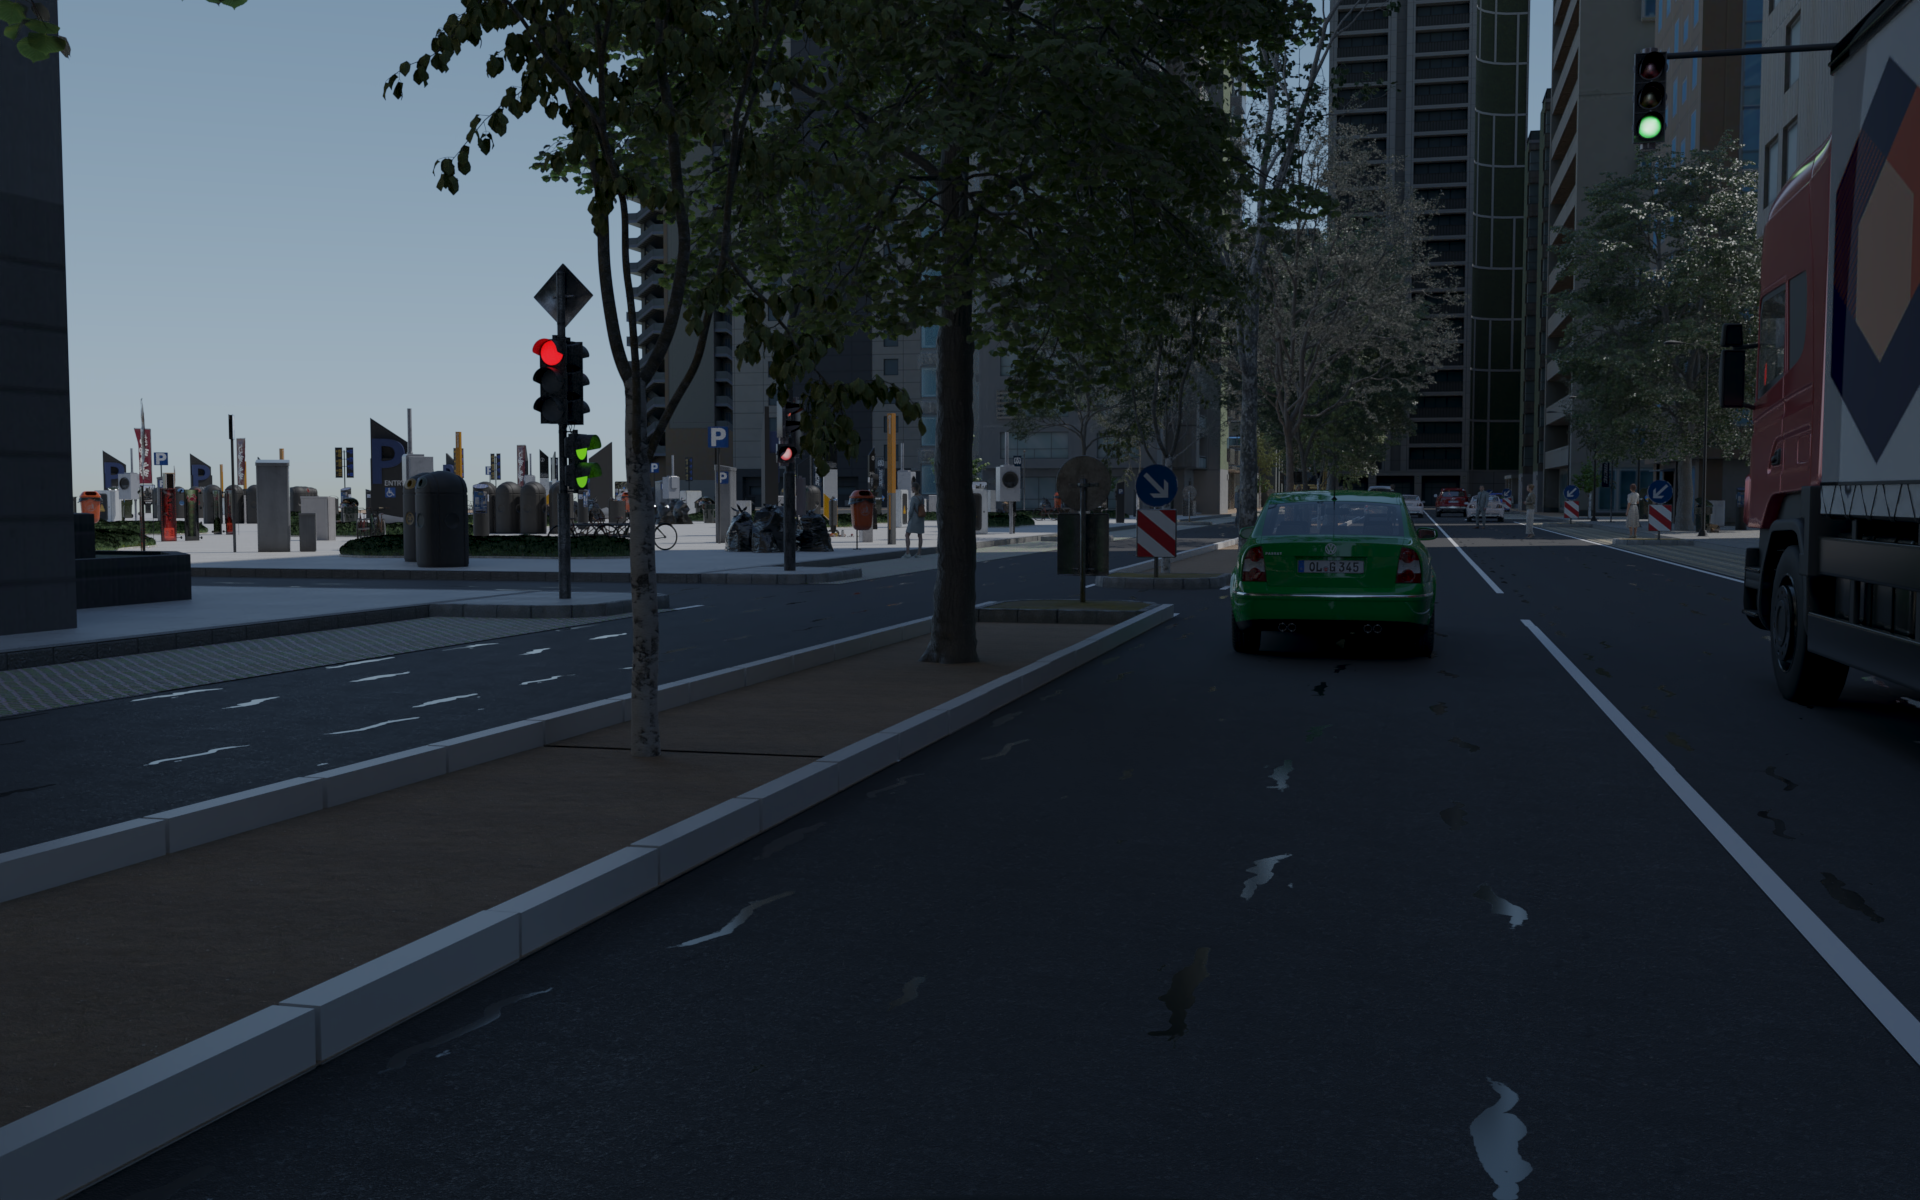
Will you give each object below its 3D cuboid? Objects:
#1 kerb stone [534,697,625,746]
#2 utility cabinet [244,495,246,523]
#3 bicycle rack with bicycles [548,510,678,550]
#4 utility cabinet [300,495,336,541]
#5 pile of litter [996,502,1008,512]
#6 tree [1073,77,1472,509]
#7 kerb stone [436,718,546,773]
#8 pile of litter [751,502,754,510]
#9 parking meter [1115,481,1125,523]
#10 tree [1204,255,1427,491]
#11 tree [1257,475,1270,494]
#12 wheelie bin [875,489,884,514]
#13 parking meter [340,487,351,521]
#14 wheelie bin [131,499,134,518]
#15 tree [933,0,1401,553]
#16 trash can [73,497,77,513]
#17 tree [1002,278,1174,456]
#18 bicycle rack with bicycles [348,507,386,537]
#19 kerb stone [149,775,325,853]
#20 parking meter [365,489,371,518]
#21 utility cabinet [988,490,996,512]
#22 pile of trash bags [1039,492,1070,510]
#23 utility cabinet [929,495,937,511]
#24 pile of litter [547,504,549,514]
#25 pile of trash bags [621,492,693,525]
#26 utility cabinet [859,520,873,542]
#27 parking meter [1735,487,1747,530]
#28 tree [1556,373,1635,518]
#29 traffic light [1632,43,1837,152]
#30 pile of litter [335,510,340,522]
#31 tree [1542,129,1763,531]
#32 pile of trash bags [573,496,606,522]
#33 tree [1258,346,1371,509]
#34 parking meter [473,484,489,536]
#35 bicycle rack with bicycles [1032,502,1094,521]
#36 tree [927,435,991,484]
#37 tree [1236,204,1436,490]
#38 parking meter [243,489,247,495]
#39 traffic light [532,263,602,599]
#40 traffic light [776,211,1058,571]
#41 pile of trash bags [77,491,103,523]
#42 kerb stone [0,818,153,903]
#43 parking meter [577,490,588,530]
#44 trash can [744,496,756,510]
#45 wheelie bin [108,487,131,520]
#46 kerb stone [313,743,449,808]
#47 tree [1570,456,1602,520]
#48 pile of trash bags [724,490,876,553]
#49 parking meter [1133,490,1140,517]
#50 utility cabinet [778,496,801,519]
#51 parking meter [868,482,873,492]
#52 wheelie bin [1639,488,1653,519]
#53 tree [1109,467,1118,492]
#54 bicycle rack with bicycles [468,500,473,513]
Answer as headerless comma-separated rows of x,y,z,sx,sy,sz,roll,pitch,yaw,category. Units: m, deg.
-2.286,0.726,10.327,0.120,0.150,1.000,1,4,14,kerb stone
-31.821,-4.035,77.141,0.306,1.237,1.020,3,5,42,utility cabinet
-7.877,-1.582,39.240,2.925,0.926,2.852,-1,4,-14,bicycle rack with bicycles
-17.793,-2.255,48.037,1.020,1.237,0.306,2,4,26,utility cabinet
2.626,-5.152,98.200,1.719,0.858,1.176,0,4,4,pile of litter
9.821,-8.466,51.239,12.009,13.543,11.850,0,3,0,tree
-2.541,0.788,9.334,0.120,0.150,1.000,1,4,14,kerb stone
-12.637,-5.469,103.385,1.719,0.858,1.176,2,4,34,pile of litter
7.090,-4.350,76.838,0.399,1.863,0.255,0,4,-5,parking meter
12.842,-7.755,63.665,8.767,10.594,7.601,1,4,14,tree
26.620,-9.780,154.510,1.663,3.219,1.824,0,3,0,tree
-4.809,-5.563,98.865,0.980,1.594,0.693,0,4,-5,wheelie bin
-22.266,-3.328,62.830,0.372,1.533,0.369,0,3,0,parking meter
-44.451,-5.147,92.063,0.693,1.594,0.980,2,4,24,wheelie bin
5.301,-11.003,38.251,12.611,20.169,13.585,0,3,0,tree
-50.637,-5.319,98.616,0.748,1.137,0.748,0,3,0,trash can
5.132,-8.267,69.575,7.601,10.594,8.767,1,4,12,tree
-15.386,-2.055,46.984,2.852,0.926,2.925,0,4,-3,bicycle rack with bicycles
-3.061,0.908,7.351,0.120,0.150,1.000,1,4,14,kerb stone
-29.004,-4.690,85.091,0.372,1.533,0.369,0,3,0,parking meter
1.783,-5.373,96.532,0.318,1.500,1.173,0,4,-7,utility cabinet
5.283,-5.225,95.189,1.912,1.369,3.447,0,4,-2,pile of trash bags
-1.138,-4.920,91.598,1.020,1.237,0.306,0,4,-1,utility cabinet
-20.813,-4.505,87.620,1.719,0.858,1.176,2,4,30,pile of litter
-12.833,-3.930,74.004,1.912,1.369,3.447,-2,4,-34,pile of trash bags
-2.532,-2.153,46.365,0.306,1.237,1.020,-1,4,-9,utility cabinet
27.883,-3.265,61.796,0.372,1.533,0.369,0,3,0,parking meter
33.751,-8.666,92.044,4.360,8.622,3.978,0,3,0,tree
9.207,-2.613,17.394,4.771,5.953,1.251,1,4,14,traffic light
-23.050,-3.068,64.132,1.176,0.858,1.719,0,4,6,pile of litter
25.257,-9.394,60.254,9.857,13.997,8.962,0,3,0,tree
-16.838,-4.311,80.238,3.447,1.369,1.912,-1,4,-9,pile of trash bags
14.539,-7.152,69.749,4.737,8.622,4.395,0,3,0,tree
-11.544,-2.039,41.747,0.372,1.533,0.369,0,3,0,parking meter
5.052,-4.296,83.617,2.925,0.926,2.852,0,4,8,bicycle rack with bicycles
-0.210,-3.337,49.168,1.663,3.219,1.824,0,3,0,tree
16.585,-10.281,77.207,9.857,13.997,8.962,0,3,0,tree
-33.928,-4.498,81.958,0.372,1.533,0.369,0,3,0,parking meter
-4.833,-1.971,21.141,0.839,4.253,0.868,1,4,14,traffic light
-0.785,-3.285,28.382,4.771,5.953,1.251,1,4,14,traffic light
-26.234,-2.409,49.146,3.447,1.369,1.912,-2,4,-34,pile of trash bags
-3.316,0.969,6.360,0.120,0.150,1.000,1,4,14,kerb stone
-13.624,-3.312,62.560,0.372,1.533,0.369,0,3,0,parking meter
-12.902,-5.805,106.560,0.748,1.137,0.748,0,3,0,trash can
-39.355,-4.444,80.570,0.693,1.594,0.980,2,4,28,wheelie bin
-2.799,0.849,8.344,0.120,0.150,1.000,1,4,14,kerb stone
31.686,-5.692,87.668,1.663,3.219,1.824,0,3,0,tree
-3.485,-1.794,39.090,3.447,1.369,1.912,-2,4,-30,pile of trash bags
9.939,-5.447,97.471,0.372,1.533,0.369,0,3,0,parking meter
-5.806,-2.853,57.801,1.020,1.237,0.306,1,4,20,utility cabinet
-4.299,-4.810,84.349,0.255,1.863,0.399,-2,4,-24,parking meter
35.145,-4.953,88.887,0.693,1.594,0.980,-1,4,-11,wheelie bin
8.653,-6.596,102.448,1.663,3.219,1.824,0,3,0,tree
-29.876,-5.473,102.862,2.852,0.926,2.925,2,4,30,bicycle rack with bicycles
